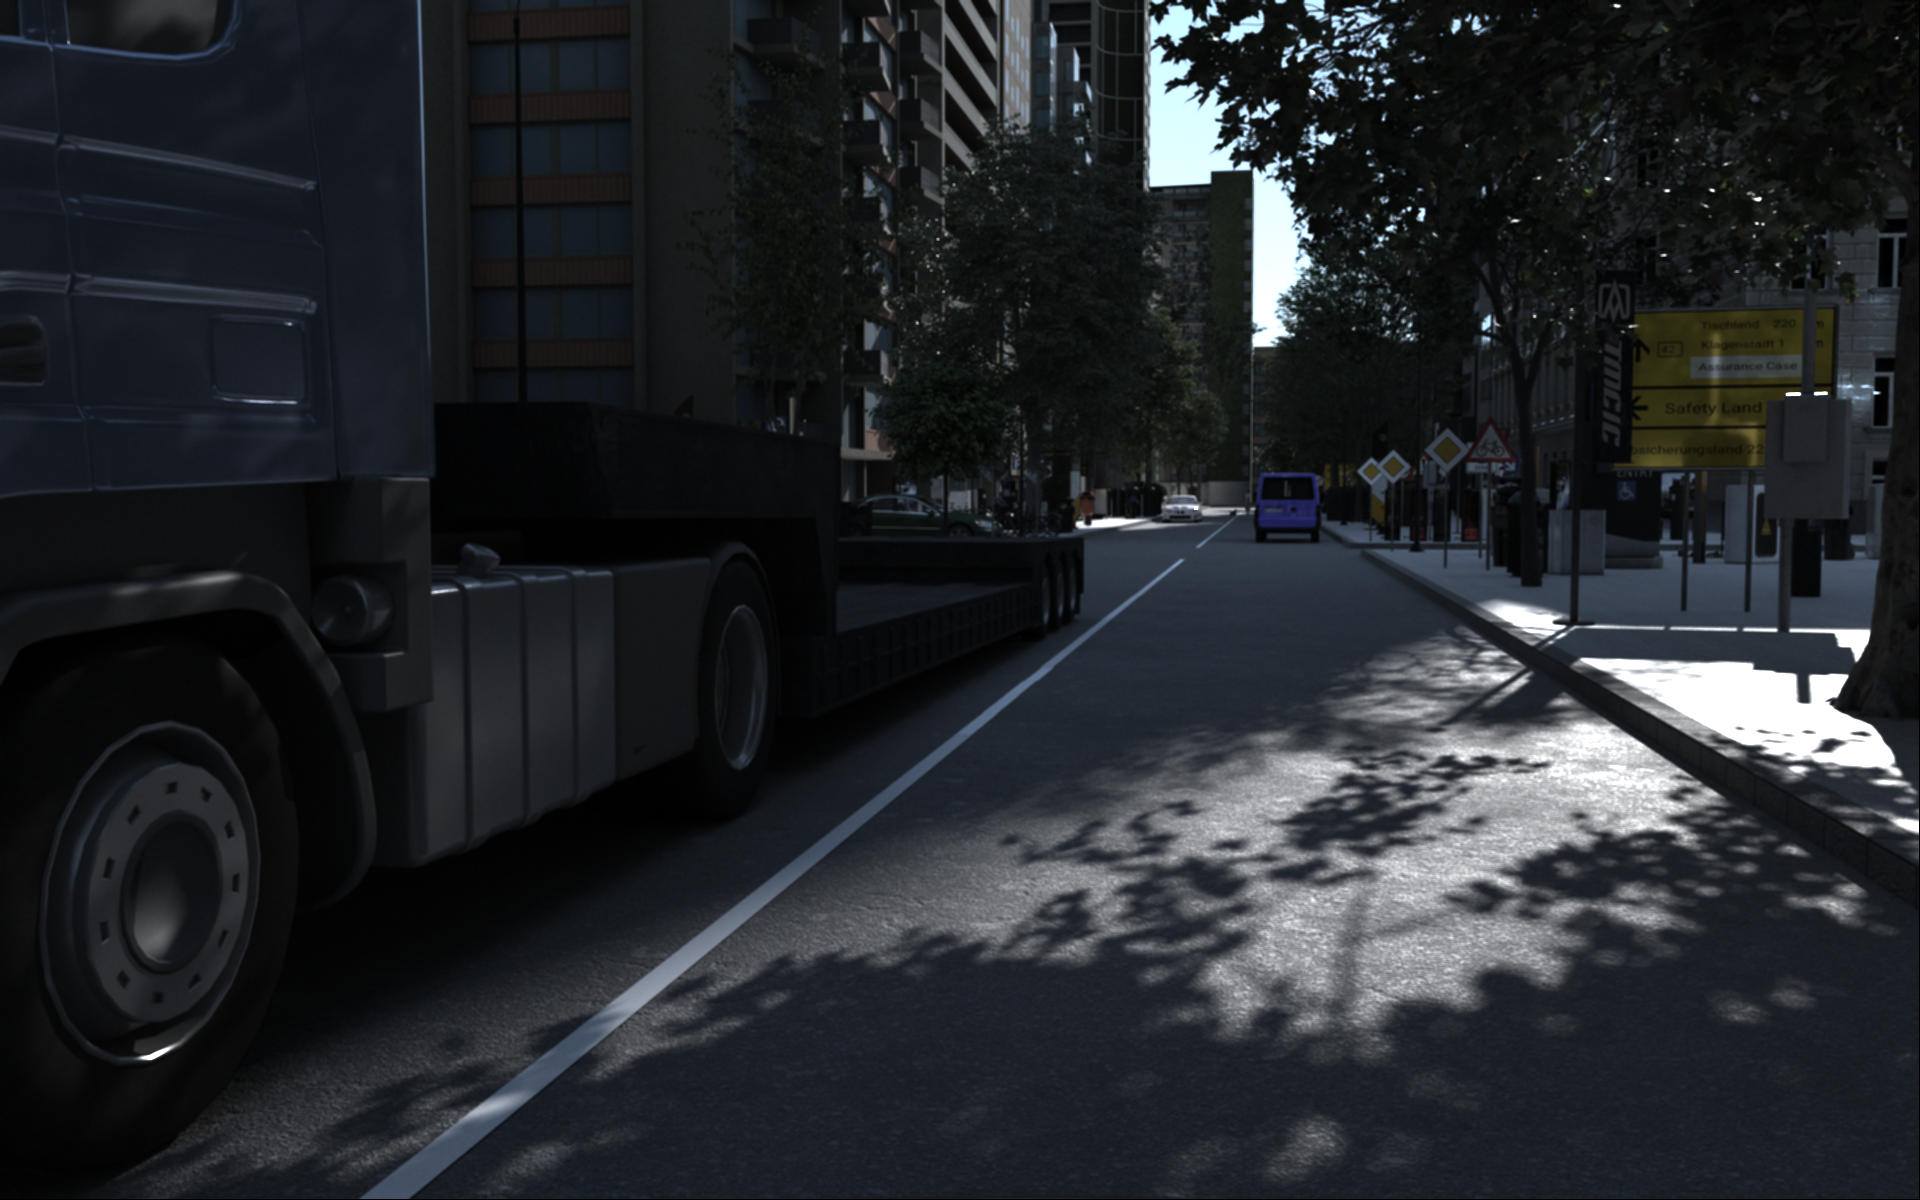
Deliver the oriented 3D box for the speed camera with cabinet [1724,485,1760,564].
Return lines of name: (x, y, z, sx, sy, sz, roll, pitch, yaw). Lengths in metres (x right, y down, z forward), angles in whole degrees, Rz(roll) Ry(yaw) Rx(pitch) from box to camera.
speed camera with cabinet: (15.119, -2.319, 32.245, 2.038, 3.252, 0.660, -2, 4, -32)

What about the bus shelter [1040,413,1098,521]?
bus shelter: (5.034, -6.407, 82.386, 2.179, 5.291, 8.768, 1, 4, 10)

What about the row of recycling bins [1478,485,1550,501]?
row of recycling bins: (24.505, -4.227, 76.220, 3.534, 1.692, 1.069, 0, 4, 3)

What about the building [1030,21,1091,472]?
building: (-2.170, -34.207, 178.888, 30.456, 49.044, 23.786, 1, 4, 10)

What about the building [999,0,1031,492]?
building: (-2.457, -29.465, 131.868, 14.600, 45.320, 14.200, 1, 4, 10)

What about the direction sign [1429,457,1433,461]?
direction sign: (25.815, -6.304, 95.070, 0.379, 3.537, 0.876, 0, 4, 3)

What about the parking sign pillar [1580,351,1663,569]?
parking sign pillar: (11.532, -2.552, 30.205, 1.447, 3.967, 1.447, 0, 4, -7)

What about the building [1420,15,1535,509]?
building: (49.447, -50.299, 135.065, 22.319, 86.520, 31.000, 1, 4, 10)

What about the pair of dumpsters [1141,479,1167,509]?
pair of dumpsters: (12.577, -6.719, 112.346, 1.574, 2.255, 4.437, 1, 4, 10)

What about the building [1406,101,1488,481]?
building: (55.035, -31.264, 165.787, 22.147, 44.769, 28.867, 1, 4, 10)

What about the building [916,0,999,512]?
building: (-9.667, -29.619, 107.968, 21.300, 48.544, 21.600, 1, 4, 10)

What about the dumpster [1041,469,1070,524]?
dumpster: (3.731, -3.877, 65.877, 1.502, 2.255, 1.985, 1, 4, 10)

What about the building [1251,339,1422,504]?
building: (52.762, -23.256, 225.266, 28.899, 21.520, 27.650, 1, 4, 10)

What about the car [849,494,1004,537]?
car: (-1.300, -2.053, 45.370, 4.920, 1.459, 2.131, 1, 4, 10)

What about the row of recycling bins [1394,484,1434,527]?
row of recycling bins: (18.448, -3.816, 69.503, 1.069, 1.692, 3.534, 2, 4, 31)

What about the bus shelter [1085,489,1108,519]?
bus shelter: (7.196, -5.931, 90.895, 2.014, 3.302, 5.546, 1, 4, 10)

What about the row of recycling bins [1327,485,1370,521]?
row of recycling bins: (19.028, -4.714, 84.188, 1.069, 1.692, 3.534, 3, 5, 43)

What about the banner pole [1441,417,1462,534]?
banner pole: (15.954, -4.047, 56.185, 0.863, 3.779, 0.401, 3, 5, 40)

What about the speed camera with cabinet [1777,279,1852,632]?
speed camera with cabinet: (8.503, -1.313, 15.809, 2.038, 3.252, 0.660, 2, 4, 32)

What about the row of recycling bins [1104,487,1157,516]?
row of recycling bins: (9.632, -5.668, 99.789, 3.534, 1.692, 1.069, 1, 4, 18)

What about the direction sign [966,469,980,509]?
direction sign: (0.629, -5.699, 85.177, 0.876, 3.537, 0.379, -3, 4, -39)

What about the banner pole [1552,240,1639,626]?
banner pole: (6.268, -1.651, 17.015, 0.863, 3.779, 0.401, -1, 4, -17)

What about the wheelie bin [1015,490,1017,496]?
wheelie bin: (4.189, -6.860, 120.072, 0.980, 1.594, 0.693, 2, 4, 27)

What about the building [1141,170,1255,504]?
building: (30.464, -32.927, 221.948, 14.086, 41.232, 14.154, 1, 4, 10)

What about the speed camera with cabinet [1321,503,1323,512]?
speed camera with cabinet: (26.177, -7.701, 120.249, 2.038, 3.252, 0.660, 1, 4, 21)

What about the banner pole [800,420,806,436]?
banner pole: (-5.305, -4.181, 58.383, 0.401, 3.779, 0.863, 0, 4, 8)

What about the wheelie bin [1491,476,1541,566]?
wheelie bin: (9.832, -1.393, 30.684, 0.693, 1.594, 0.980, -2, 4, -34)

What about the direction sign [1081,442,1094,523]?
direction sign: (5.560, -5.111, 75.567, 0.379, 3.537, 0.876, -2, 4, -35)

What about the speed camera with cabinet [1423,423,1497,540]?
speed camera with cabinet: (13.986, -3.298, 48.255, 2.038, 3.252, 0.660, 1, 4, 19)

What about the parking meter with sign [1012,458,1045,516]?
parking meter with sign: (3.513, -5.653, 88.693, 1.738, 3.016, 0.543, -3, 4, -37)

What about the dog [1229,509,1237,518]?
dog: (16.533, -5.239, 104.952, 0.406, 0.507, 0.540, 1, 4, 19)

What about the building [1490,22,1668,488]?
building: (40.119, -19.453, 94.476, 17.030, 29.872, 44.131, 1, 4, 10)

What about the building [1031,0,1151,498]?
building: (14.006, -48.278, 227.604, 20.611, 71.187, 20.563, 1, 4, 10)

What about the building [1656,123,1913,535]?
building: (37.676, -15.932, 57.749, 25.104, 27.353, 12.463, 1, 4, 10)

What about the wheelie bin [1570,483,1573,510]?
wheelie bin: (17.406, -2.487, 48.572, 0.980, 1.594, 0.693, 1, 4, 14)

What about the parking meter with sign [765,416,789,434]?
parking meter with sign: (-4.423, -2.561, 38.132, 0.543, 3.016, 1.738, 1, 4, 23)

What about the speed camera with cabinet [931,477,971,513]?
speed camera with cabinet: (-0.483, -5.937, 91.404, 2.038, 3.252, 0.660, 1, 4, 18)

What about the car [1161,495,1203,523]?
car: (11.257, -4.601, 87.580, 2.083, 1.381, 4.827, 1, 4, 10)

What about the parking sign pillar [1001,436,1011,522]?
parking sign pillar: (2.136, -5.597, 79.977, 1.447, 3.967, 1.447, 0, 4, 0)

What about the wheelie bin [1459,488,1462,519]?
wheelie bin: (26.217, -4.998, 89.629, 0.980, 1.594, 0.693, 3, 5, 41)

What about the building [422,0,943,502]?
building: (-12.958, -25.710, 74.981, 22.147, 44.769, 28.867, 1, 4, 10)
